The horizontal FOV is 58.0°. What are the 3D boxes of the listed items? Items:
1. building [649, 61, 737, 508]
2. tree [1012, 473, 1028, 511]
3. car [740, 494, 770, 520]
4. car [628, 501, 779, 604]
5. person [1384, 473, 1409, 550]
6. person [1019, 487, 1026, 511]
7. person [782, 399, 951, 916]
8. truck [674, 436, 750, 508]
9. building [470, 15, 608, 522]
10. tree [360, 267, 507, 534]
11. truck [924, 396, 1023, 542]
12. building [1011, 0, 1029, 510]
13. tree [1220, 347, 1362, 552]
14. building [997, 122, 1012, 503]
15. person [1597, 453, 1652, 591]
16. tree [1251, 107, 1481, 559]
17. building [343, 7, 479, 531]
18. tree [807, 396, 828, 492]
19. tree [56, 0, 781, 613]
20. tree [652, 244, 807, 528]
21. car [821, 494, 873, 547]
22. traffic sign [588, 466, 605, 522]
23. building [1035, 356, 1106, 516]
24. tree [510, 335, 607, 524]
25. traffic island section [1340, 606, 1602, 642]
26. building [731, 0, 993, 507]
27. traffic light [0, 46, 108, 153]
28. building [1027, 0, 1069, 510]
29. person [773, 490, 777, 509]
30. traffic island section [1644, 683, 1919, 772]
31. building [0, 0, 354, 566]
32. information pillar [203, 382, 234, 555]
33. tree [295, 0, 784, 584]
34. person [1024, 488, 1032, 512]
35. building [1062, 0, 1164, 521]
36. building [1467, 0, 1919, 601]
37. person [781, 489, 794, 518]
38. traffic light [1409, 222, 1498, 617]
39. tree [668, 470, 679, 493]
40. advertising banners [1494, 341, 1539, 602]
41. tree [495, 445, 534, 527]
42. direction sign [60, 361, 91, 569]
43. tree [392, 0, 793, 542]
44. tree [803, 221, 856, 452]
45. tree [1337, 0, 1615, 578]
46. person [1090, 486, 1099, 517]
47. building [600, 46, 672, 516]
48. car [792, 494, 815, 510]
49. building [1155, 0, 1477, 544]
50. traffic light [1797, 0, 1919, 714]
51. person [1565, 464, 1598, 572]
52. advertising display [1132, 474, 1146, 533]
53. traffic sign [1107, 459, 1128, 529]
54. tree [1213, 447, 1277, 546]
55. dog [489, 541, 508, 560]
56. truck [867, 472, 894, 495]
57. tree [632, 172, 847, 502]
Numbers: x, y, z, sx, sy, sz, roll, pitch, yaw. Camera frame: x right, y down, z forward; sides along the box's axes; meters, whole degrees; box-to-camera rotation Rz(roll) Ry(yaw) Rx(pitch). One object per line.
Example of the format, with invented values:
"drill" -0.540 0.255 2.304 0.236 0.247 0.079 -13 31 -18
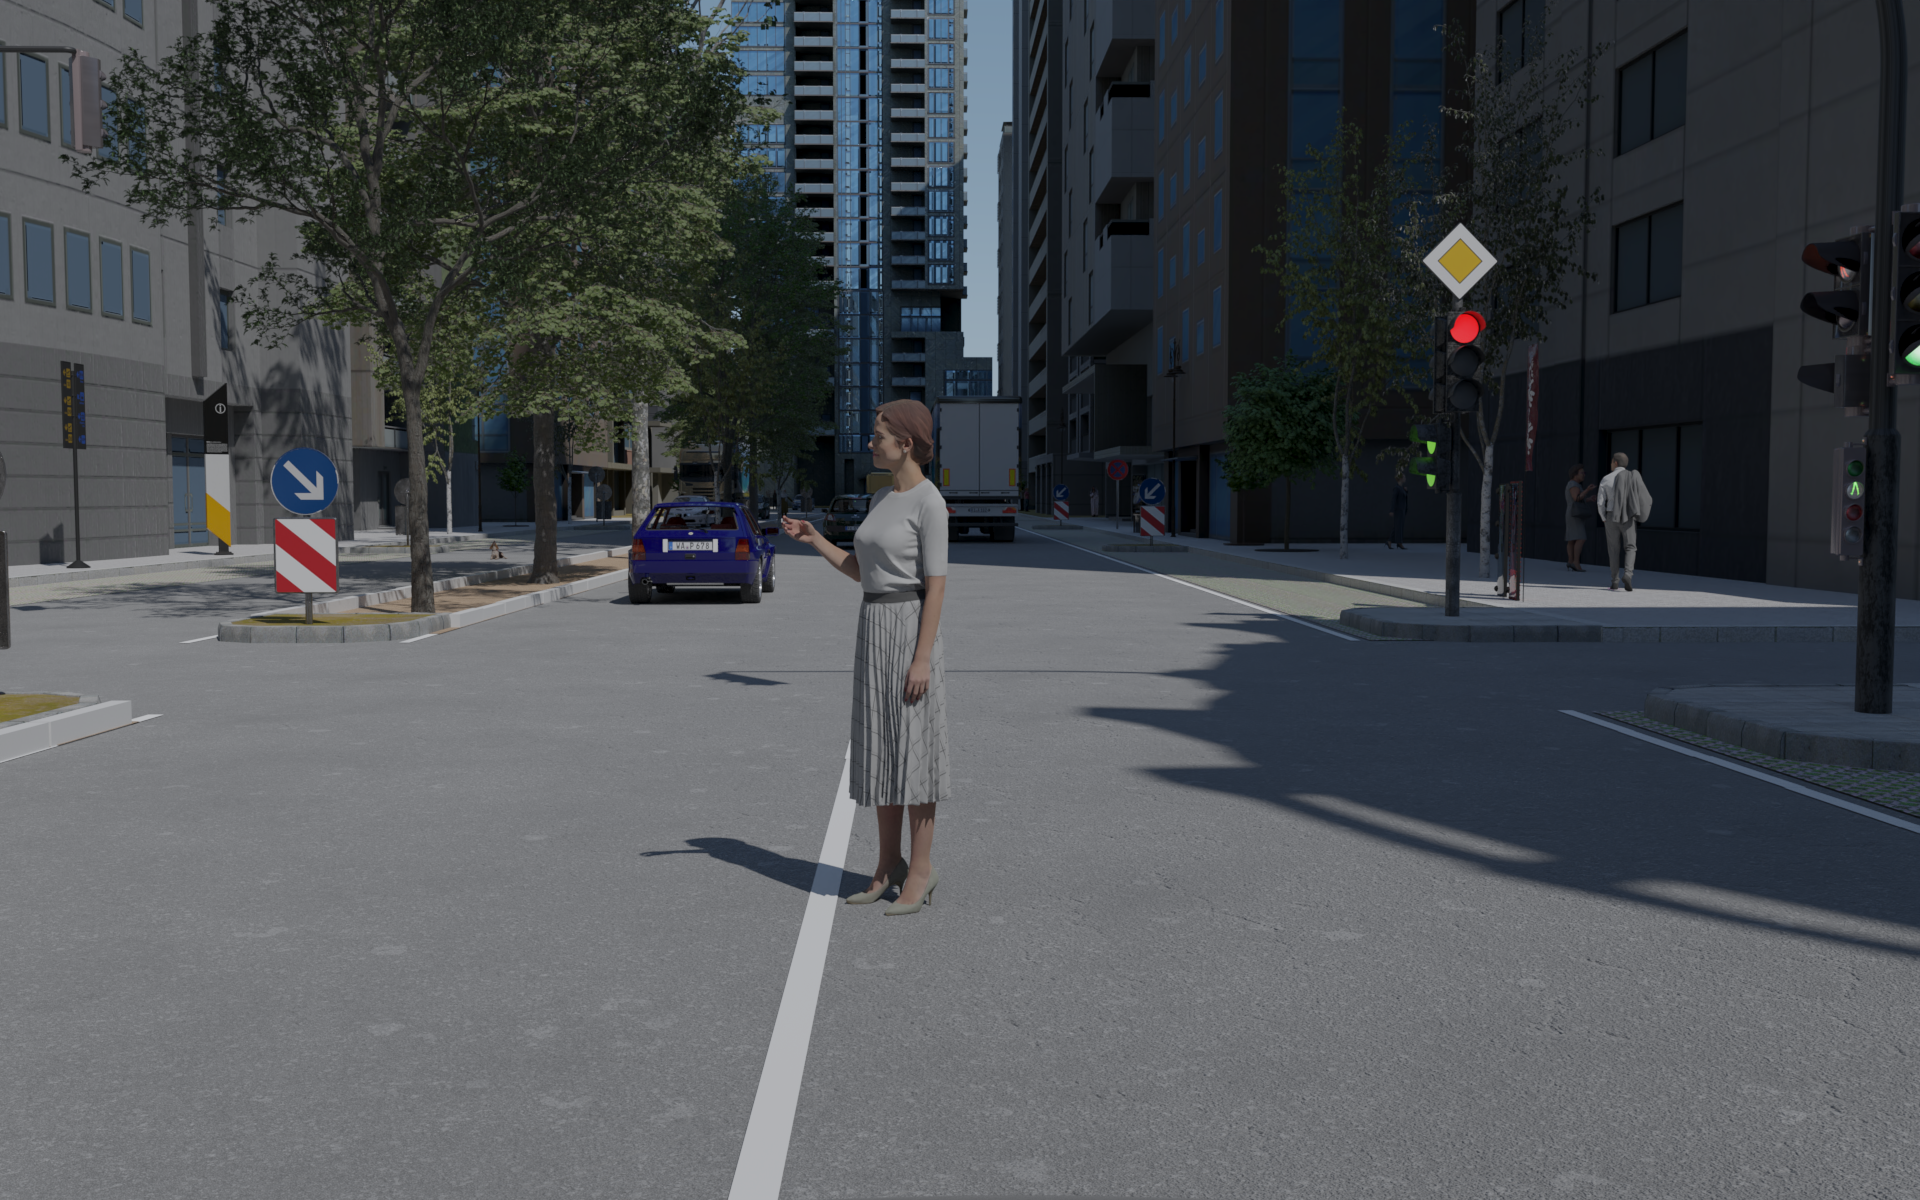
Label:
"building" -32.277 -28.103 151.361 23.993 40.220 32.217 0 4 -1
"tree" 4.095 -8.842 139.167 1.663 3.219 1.824 0 3 0
"car" -11.725 -5.382 97.777 2.009 1.686 4.222 0 4 -1
"car" -3.517 -0.700 24.021 1.945 1.354 3.894 0 4 -2
"person" 10.124 -2.058 40.106 0.534 1.772 0.576 1 4 10
"person" 4.641 -7.607 130.421 0.705 1.823 1.348 2 4 33
"person" -0.291 0.191 5.955 0.524 1.755 0.480 -3 4 -37
"truck" -12.025 -5.927 85.821 2.839 4.237 11.283 0 4 0
"building" -25.540 -26.540 84.044 14.600 45.320 14.200 0 4 -1
"tree" -16.606 -6.415 55.253 4.737 8.622 4.395 0 3 0
"truck" 0.340 -4.045 55.051 2.839 4.237 11.283 0 4 -2
"building" 15.102 -37.406 153.582 21.231 58.520 28.212 0 4 -1
"tree" 7.332 -3.366 38.749 4.285 4.588 4.351 0 3 0
"building" 11.234 -30.616 184.172 14.086 41.232 14.154 0 4 -1
"person" 8.819 -1.031 23.000 0.679 1.850 0.850 1 4 17
"tree" 7.820 -5.112 33.950 4.737 8.622 4.395 0 3 0
"building" -26.302 -23.147 62.042 14.154 41.232 14.086 0 4 -1
"tree" -7.511 -7.279 71.826 4.737 8.622 4.395 0 3 0
"tree" -6.205 -5.091 20.100 8.767 10.594 7.601 0 4 -1
"tree" -6.668 -5.798 47.624 4.737 8.622 4.395 0 3 0
"car" -2.720 -2.222 46.109 2.009 1.686 4.222 0 4 -2
"traffic sign" -16.535 -4.814 78.815 0.768 2.556 0.104 0 4 0
"building" 15.604 -40.833 105.863 20.563 71.187 20.611 0 4 -1
"tree" -17.025 -7.586 74.390 4.360 8.622 3.978 0 3 0
"traffic island section" 5.193 0.250 18.198 2.009 0.180 2.903 0 4 -1
"building" -12.334 -53.479 187.049 31.000 86.520 22.319 0 4 -1
"traffic light" -11.214 -2.632 17.703 4.771 5.953 1.251 0 4 -1
"building" 16.385 -30.908 129.051 21.300 48.544 21.600 0 4 -1
"person" -16.884 -9.140 158.075 1.348 1.807 0.705 -1 4 -23
"traffic island section" 5.389 0.738 10.215 2.009 0.180 2.903 0 4 -1
"building" -27.072 -29.993 32.393 21.231 58.520 28.212 0 4 -1
"information pillar" -15.529 -2.745 36.229 0.504 3.616 0.183 -3 5 -41
"tree" -6.731 -6.549 27.658 7.486 12.596 7.792 0 3 0
"person" 4.935 -7.267 125.580 0.721 1.743 1.217 2 4 26
"building" 19.146 -29.960 79.083 28.713 52.752 27.495 0 4 -1
"building" 21.654 -35.966 26.291 20.611 71.187 20.563 0 4 -1
"person" -9.563 -5.237 94.848 0.721 1.736 1.217 3 5 41
"traffic light" 5.153 -1.784 18.083 0.839 4.253 0.868 0 4 -1
"tree" -17.820 -7.071 110.216 1.663 3.219 1.824 0 3 0
"advertising banners" 6.726 -1.514 20.941 0.090 3.025 2.074 0 4 7
"tree" -17.441 -4.513 68.386 1.663 3.219 1.824 0 3 0
"direction sign" -15.273 -2.318 29.902 0.379 3.537 0.876 0 4 -5
"tree" -8.232 -11.002 38.231 12.611 20.169 13.585 0 3 0
"tree" -7.734 -8.765 63.886 7.486 12.596 7.792 0 3 0
"tree" 8.031 -4.660 26.560 4.360 8.622 3.978 0 3 0
"person" 7.499 -5.507 96.759 0.551 1.740 0.621 0 4 6
"building" -30.050 -27.633 106.423 22.147 44.769 28.867 0 4 -1
"car" -13.973 -8.720 154.577 2.014 1.417 4.499 0 4 0
"building" 13.565 -24.481 50.371 14.600 45.320 14.200 0 4 -1
"traffic light" 3.259 -2.155 9.908 4.771 5.953 1.251 0 4 -1
"person" 10.279 -1.360 28.636 0.532 1.782 0.716 1 4 21
"advertising display" 5.891 -3.170 57.041 0.123 1.923 0.974 -1 4 -15
"traffic sign" 5.764 -3.869 63.360 0.768 2.556 0.104 0 4 5
"tree" 7.089 -2.969 43.139 1.663 3.219 1.824 0 3 0
"dog" -10.147 -1.102 38.209 0.550 0.427 0.748 3 5 40
"truck" -6.675 -9.591 152.741 3.469 3.379 9.791 0 4 0
"tree" -7.372 -7.763 55.131 9.928 11.665 9.643 0 3 0
